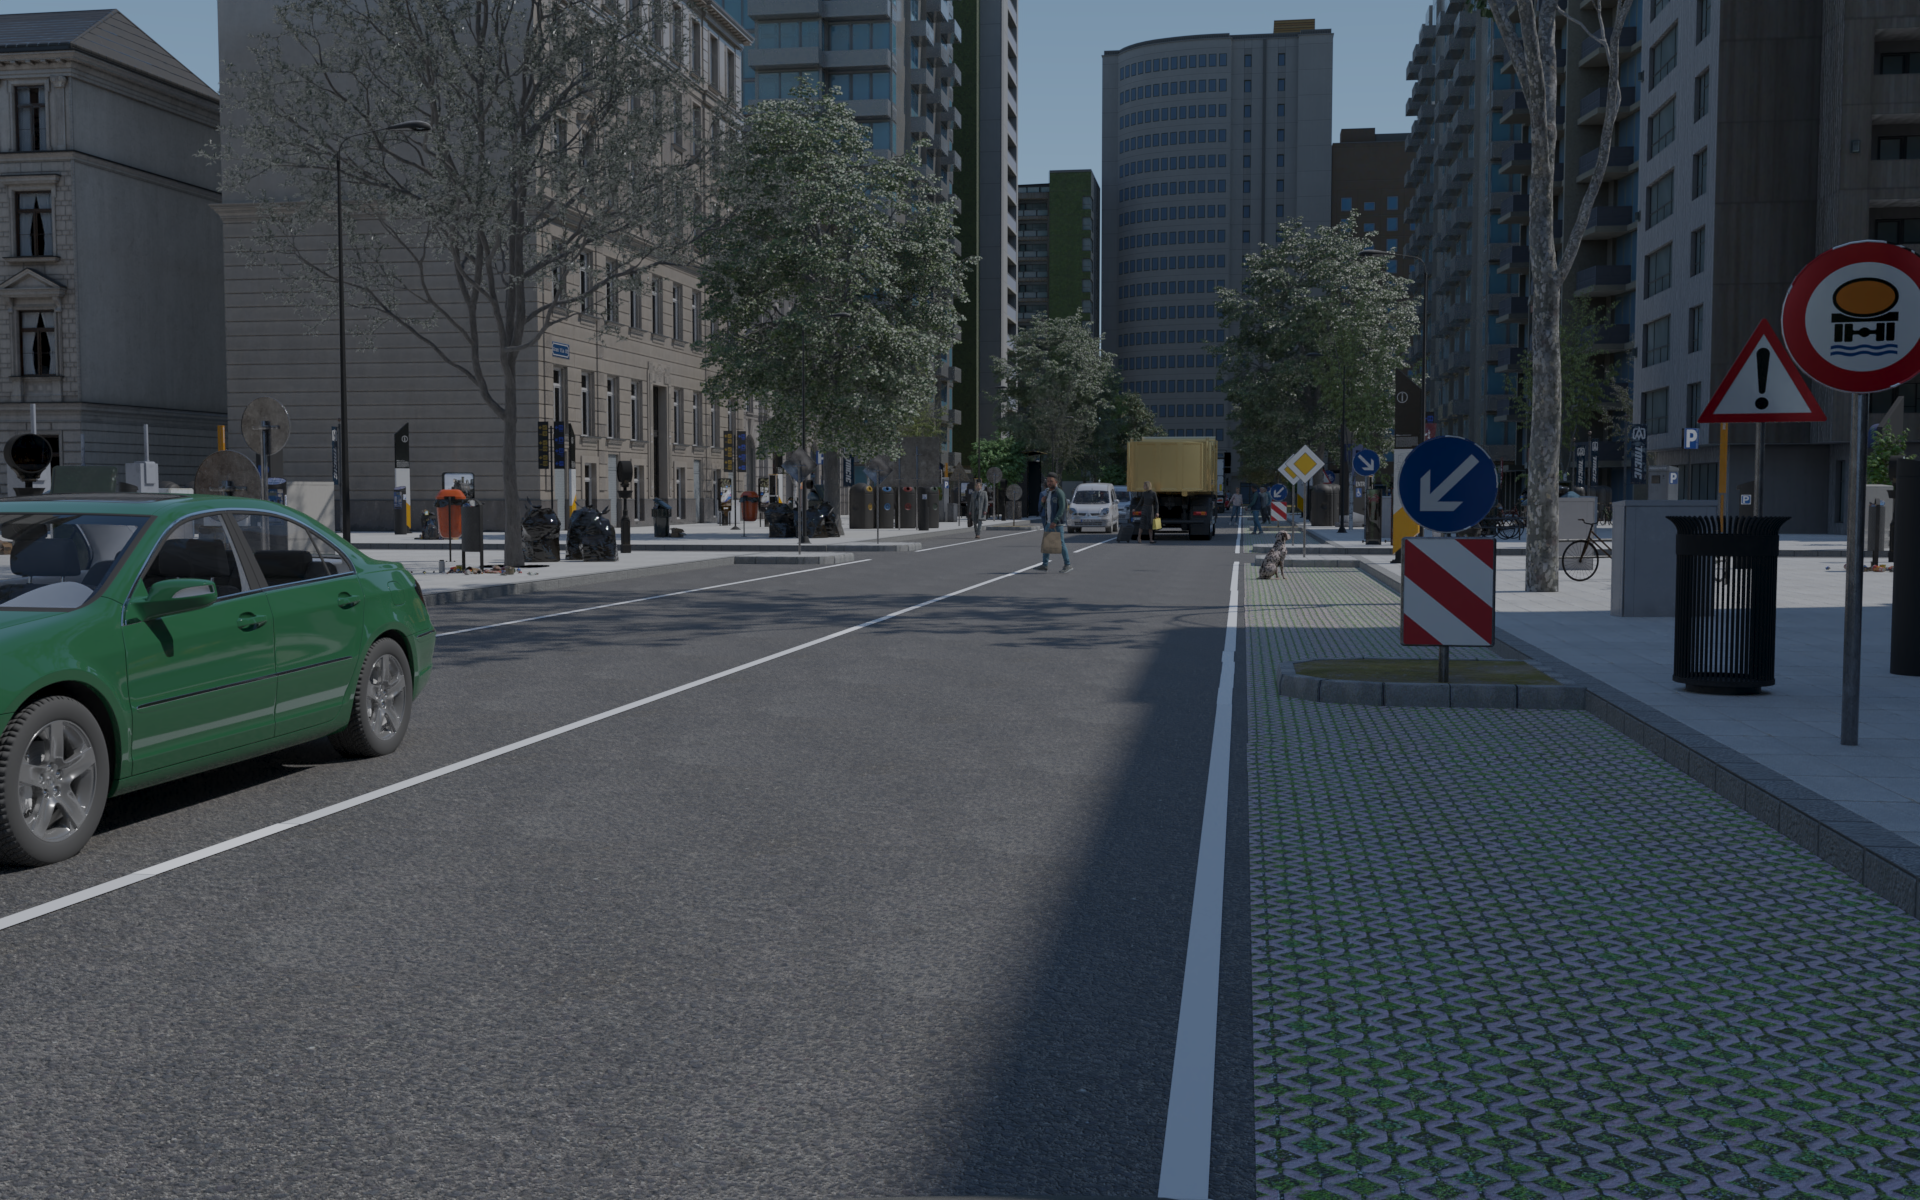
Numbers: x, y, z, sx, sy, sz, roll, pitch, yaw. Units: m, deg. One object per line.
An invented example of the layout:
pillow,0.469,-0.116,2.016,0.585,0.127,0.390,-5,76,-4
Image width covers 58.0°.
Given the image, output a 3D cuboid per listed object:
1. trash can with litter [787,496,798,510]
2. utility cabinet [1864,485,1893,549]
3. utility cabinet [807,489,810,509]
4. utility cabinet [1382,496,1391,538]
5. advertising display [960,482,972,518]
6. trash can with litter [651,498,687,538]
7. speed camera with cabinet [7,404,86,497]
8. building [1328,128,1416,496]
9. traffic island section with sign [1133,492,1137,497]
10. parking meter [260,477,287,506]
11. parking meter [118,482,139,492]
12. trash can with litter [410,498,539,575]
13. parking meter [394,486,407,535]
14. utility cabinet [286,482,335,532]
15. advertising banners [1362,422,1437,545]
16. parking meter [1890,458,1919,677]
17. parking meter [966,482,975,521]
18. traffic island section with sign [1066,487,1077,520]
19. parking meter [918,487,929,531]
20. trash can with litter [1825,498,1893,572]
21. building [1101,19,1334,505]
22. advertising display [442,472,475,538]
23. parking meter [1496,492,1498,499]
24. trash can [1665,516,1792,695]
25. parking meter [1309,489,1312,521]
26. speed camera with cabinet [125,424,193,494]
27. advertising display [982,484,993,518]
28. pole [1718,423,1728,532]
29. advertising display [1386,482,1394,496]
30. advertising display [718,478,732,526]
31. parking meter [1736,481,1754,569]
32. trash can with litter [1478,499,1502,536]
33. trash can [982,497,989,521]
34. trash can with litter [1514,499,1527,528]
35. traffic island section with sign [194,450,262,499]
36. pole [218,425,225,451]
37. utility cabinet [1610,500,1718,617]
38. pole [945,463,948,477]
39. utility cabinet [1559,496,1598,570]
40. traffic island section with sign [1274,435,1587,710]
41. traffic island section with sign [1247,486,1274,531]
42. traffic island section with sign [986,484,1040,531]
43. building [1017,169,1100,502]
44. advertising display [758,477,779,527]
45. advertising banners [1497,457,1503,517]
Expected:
trash can with litter,-8.420,-4.604,86.663,0.624,1.170,1.055,-1,4,-12
utility cabinet,21.085,-1.922,40.101,1.173,1.500,0.318,-2,4,-27
utility cabinet,-6.537,-4.401,80.633,1.173,1.500,0.318,-1,4,-10
utility cabinet,12.737,-2.408,50.537,1.020,1.237,0.306,3,4,38
advertising display,0.505,-5.396,93.443,0.974,1.923,0.123,0,4,-1
trash can with litter,-8.566,-2.428,51.086,1.055,1.170,0.624,1,4,20
speed camera with cabinet,-20.245,-2.717,38.752,0.660,3.252,2.038,1,4,21
building,52.769,-34.519,214.496,14.200,45.320,14.600,1,4,9
traffic island section with sign,14.575,-8.343,145.032,1.989,1.847,2.006,1,4,9
parking meter,-10.198,-1.061,25.753,0.372,1.533,0.369,0,3,0
parking meter,-17.242,-1.684,35.939,0.372,1.533,0.369,0,3,0
trash can with litter,-7.704,-1.027,27.851,2.233,1.210,1.678,3,5,40
parking meter,-17.668,-2.829,54.671,0.372,1.533,0.369,0,3,0
utility cabinet,-11.769,-1.372,31.104,0.318,1.500,1.173,1,4,22
advertising banners,10.925,-2.869,43.088,0.090,3.025,2.074,-3,5,-43
parking meter,6.827,-0.237,12.279,0.372,1.533,0.369,0,3,0
parking meter,0.492,-4.640,81.571,0.399,1.863,0.255,0,3,0
traffic island section with sign,6.491,-5.310,95.448,1.989,1.847,2.006,1,4,9
parking meter,-1.273,-3.194,60.631,0.372,1.533,0.369,0,3,0
trash can with litter,15.483,-1.103,29.090,1.678,1.210,2.233,2,4,24
building,32.338,-41.502,220.559,28.212,58.520,21.231,1,4,9
advertising display,-14.747,-2.798,50.953,0.974,1.923,0.123,-3,5,-41
parking meter,25.166,-4.641,81.589,0.255,1.863,0.399,1,4,11
trash can,4.961,0.026,11.226,0.748,1.137,0.748,0,3,0
parking meter,16.733,-4.505,82.073,0.372,1.533,0.369,0,3,0
speed camera with cabinet,-23.077,-3.402,49.959,0.660,3.252,2.038,1,4,18
advertising display,1.452,-5.346,92.628,0.974,1.923,0.123,3,4,37
pole,18.012,-2.878,40.897,0.158,3.312,0.155,0,3,0
advertising display,23.936,-5.524,95.527,0.974,1.923,0.123,-2,4,-25
advertising display,-9.495,-3.959,69.943,0.123,1.923,0.974,1,4,20
parking meter,13.501,-1.303,29.707,0.372,1.533,0.369,0,3,0
trash can with litter,16.368,-2.584,53.641,0.624,1.170,1.055,2,4,31
trash can,1.023,-4.339,82.600,0.748,1.137,0.748,0,3,0
trash can with litter,21.294,-3.288,65.141,1.055,1.170,0.624,-2,4,-31
traffic island section with sign,-6.638,-0.386,14.938,1.989,1.847,2.006,1,4,9
pole,-21.956,-3.530,51.552,0.158,3.312,0.155,0,3,0
utility cabinet,7.390,-0.431,18.203,1.020,1.237,0.306,0,4,-6
pole,-0.905,-7.323,113.582,0.158,3.312,0.155,0,3,0
utility cabinet,10.167,-1.110,29.306,1.020,1.237,0.306,1,4,9
traffic island section with sign,3.312,-0.236,12.493,1.989,1.847,2.006,1,4,9
traffic island section with sign,12.247,-3.585,67.236,1.989,1.847,2.006,1,4,9
traffic island section with sign,2.153,-3.683,68.843,1.989,1.847,2.006,1,4,9
building,10.455,-32.897,221.459,14.086,41.232,14.154,1,4,9
advertising display,-7.436,-3.796,67.279,0.123,1.923,0.974,3,5,42
advertising banners,25.516,-5.254,82.091,0.090,3.025,2.074,0,4,8
